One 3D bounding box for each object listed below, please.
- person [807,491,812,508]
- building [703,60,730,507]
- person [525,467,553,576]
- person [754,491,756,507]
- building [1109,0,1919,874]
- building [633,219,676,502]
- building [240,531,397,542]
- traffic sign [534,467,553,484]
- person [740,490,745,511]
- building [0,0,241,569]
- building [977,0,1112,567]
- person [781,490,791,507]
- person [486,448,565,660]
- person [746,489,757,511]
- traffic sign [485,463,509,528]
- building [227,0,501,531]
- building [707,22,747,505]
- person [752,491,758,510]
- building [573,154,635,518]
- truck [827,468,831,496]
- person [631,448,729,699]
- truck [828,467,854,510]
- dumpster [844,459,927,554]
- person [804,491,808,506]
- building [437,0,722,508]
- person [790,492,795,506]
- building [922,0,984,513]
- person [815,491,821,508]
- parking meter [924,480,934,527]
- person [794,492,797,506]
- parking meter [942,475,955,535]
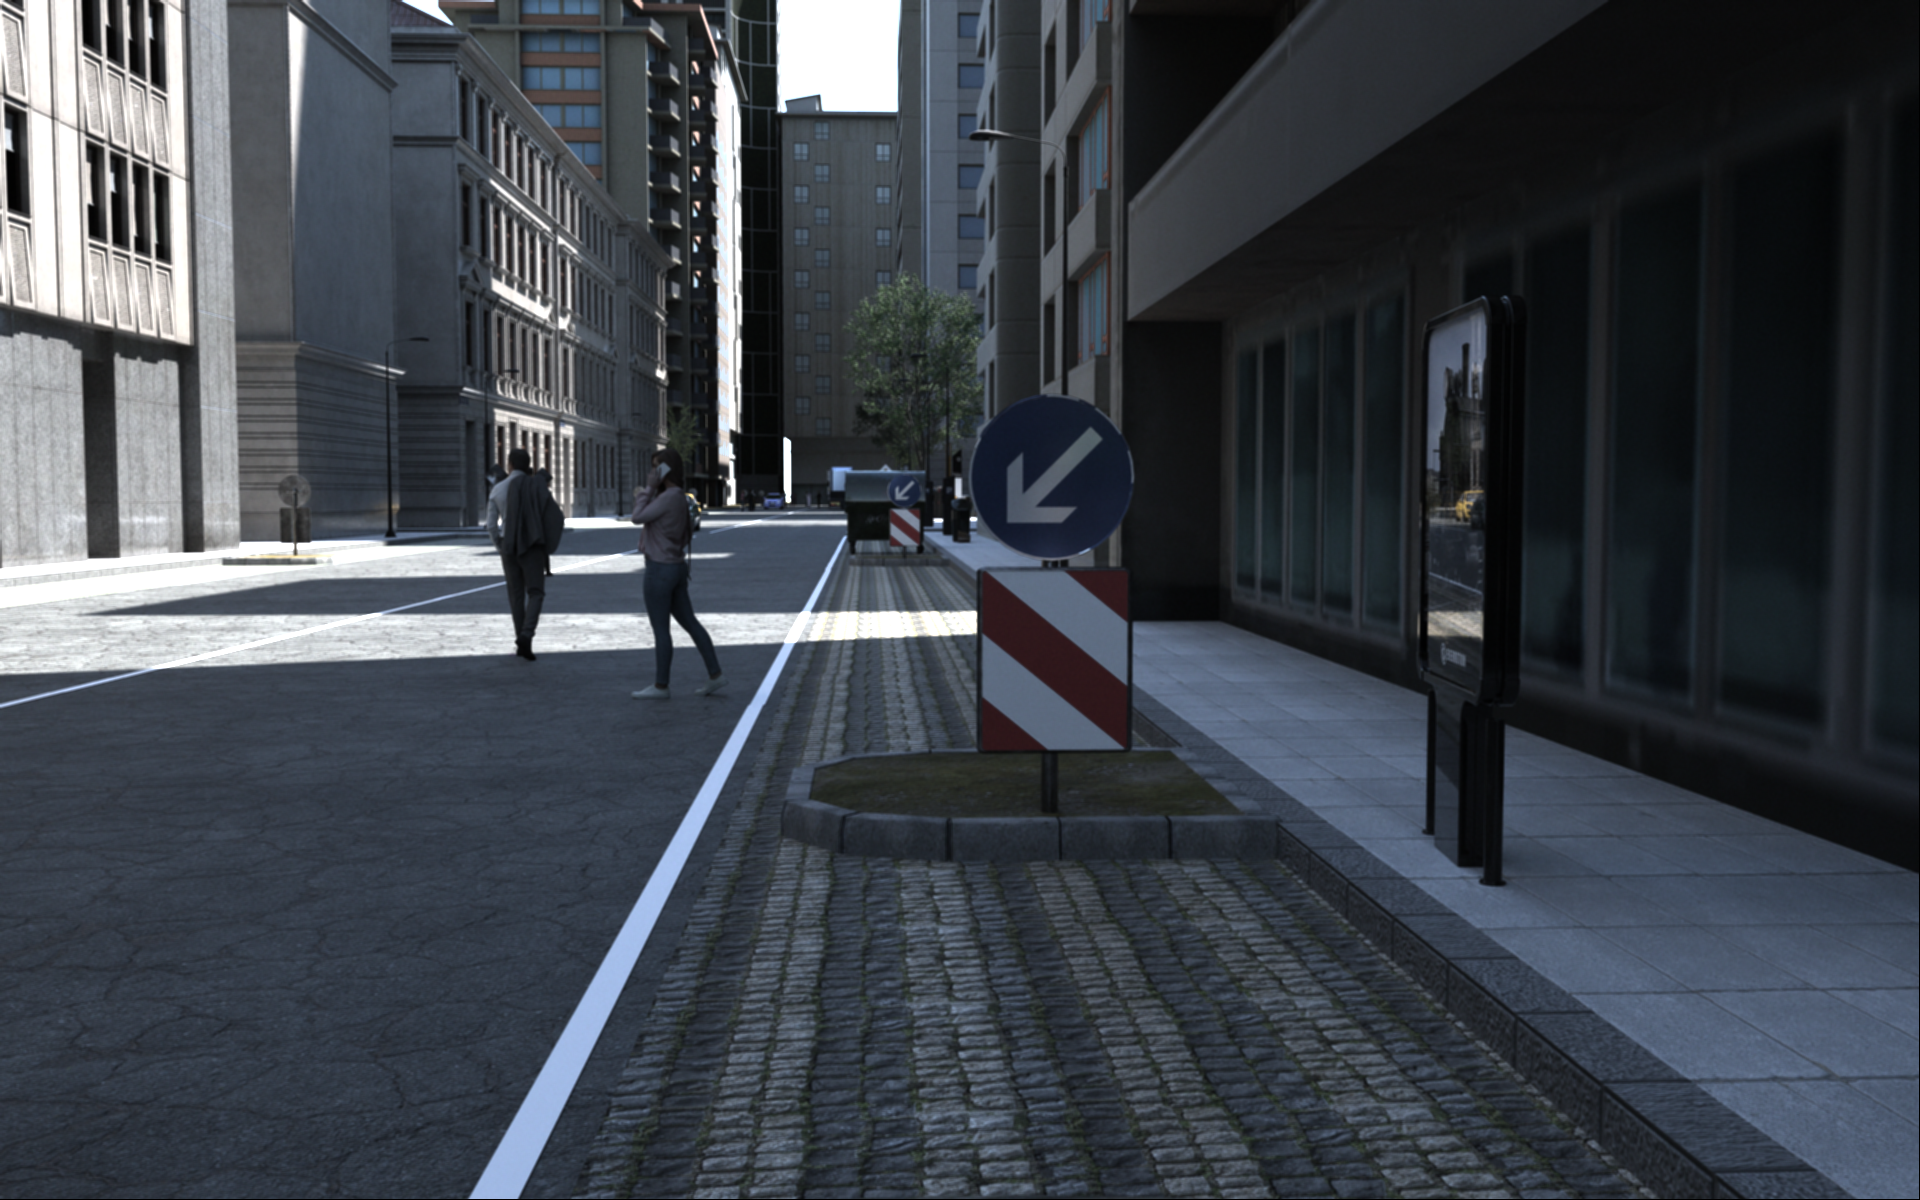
[{"bbox_3d":[-15.103,-10.061,173.663,0.551,1.740,0.621,0,4,7],"label":"person"},{"bbox_3d":[-30.933,-32.129,175.427,14.600,45.320,14.200,0,4,-3],"label":"building"},{"bbox_3d":[-7.441,-1.364,30.172,0.648,1.900,0.474,-1,4,-11],"label":"person"},{"bbox_3d":[-20.802,-10.185,175.735,0.721,1.736,1.217,-2,4,-27],"label":"person"},{"bbox_3d":[12.767,-23.439,6.926,21.300,48.544,21.600,0,4,-3],"label":"building"},{"bbox_3d":[-26.085,-17.160,116.724,11.583,22.565,21.152,0,4,-3],"label":"building"},{"bbox_3d":[-27.860,-13.108,50.475,21.152,22.565,11.583,0,4,-3],"label":"building"},{"bbox_3d":[-15.612,-3.740,64.795,0.795,2.450,0.064,0,4,-3],"label":"traffic sign"},{"bbox_3d":[-18.012,-8.169,142.781,0.721,1.743,1.217,0,4,-6],"label":"person"},{"bbox_3d":[-22.042,-12.899,28.918,12.078,24.808,19.932,0,4,-3],"label":"building"},{"bbox_3d":[15.103,-11.992,41.108,27.650,21.520,28.899,0,4,-3],"label":"building"},{"bbox_3d":[-18.678,-10.781,184.749,1.348,1.826,0.705,-2,4,-26],"label":"person"},{"bbox_3d":[-3.790,-0.400,15.136,0.679,1.850,0.850,0,4,-4],"label":"person"},{"bbox_3d":[-17.525,-8.360,145.212,1.348,1.821,0.705,3,4,38],"label":"person"},{"bbox_3d":[-15.189,-3.253,56.821,0.795,2.450,0.064,0,4,-3],"label":"traffic sign"},{"bbox_3d":[-24.276,-14.545,73.974,11.583,22.565,21.152,0,4,-3],"label":"building"},{"bbox_3d":[-39.209,-37.359,200.066,27.495,52.752,28.713,0,4,-3],"label":"building"},{"bbox_3d":[-18.009,-8.679,151.127,0.721,1.736,1.217,2,4,30],"label":"person"},{"bbox_3d":[-25.399,-15.835,95.056,11.583,22.565,21.152,0,4,-3],"label":"building"},{"bbox_3d":[-13.303,-12.415,191.896,2.839,4.237,11.283,0,4,-3],"label":"truck"},{"bbox_3d":[-1.978,-0.189,12.183,0.643,1.750,0.593,0,4,7],"label":"person"},{"bbox_3d":[-11.253,-10.769,165.824,2.967,4.110,18.799,0,4,-4],"label":"truck"},{"bbox_3d":[-1.771,-2.226,41.347,1.985,2.255,1.502,0,4,-2],"label":"dumpster"},{"bbox_3d":[-18.197,-12.047,205.550,0.705,1.814,1.350,-2,4,-25],"label":"person"},{"bbox_3d":[-33.000,-30.499,153.289,22.147,44.769,28.867,0,4,-3],"label":"building"},{"bbox_3d":[-19.449,-11.707,200.822,0.541,1.710,0.530,0,4,1],"label":"person"},{"bbox_3d":[7.871,-35.279,118.807,21.231,58.520,28.212,0,4,-3],"label":"building"},{"bbox_3d":[-14.485,-10.267,176.881,0.721,1.766,1.217,2,4,28],"label":"person"},{"bbox_3d":[-1.229,-3.792,67.711,0.399,1.863,0.255,1,4,21],"label":"parking meter"},{"bbox_3d":[-20.679,-12.663,217.011,0.415,1.643,0.593,-1,4,-8],"label":"person"},{"bbox_3d":[-0.365,-2.957,54.051,0.399,1.863,0.255,-1,4,-8],"label":"parking meter"}]
